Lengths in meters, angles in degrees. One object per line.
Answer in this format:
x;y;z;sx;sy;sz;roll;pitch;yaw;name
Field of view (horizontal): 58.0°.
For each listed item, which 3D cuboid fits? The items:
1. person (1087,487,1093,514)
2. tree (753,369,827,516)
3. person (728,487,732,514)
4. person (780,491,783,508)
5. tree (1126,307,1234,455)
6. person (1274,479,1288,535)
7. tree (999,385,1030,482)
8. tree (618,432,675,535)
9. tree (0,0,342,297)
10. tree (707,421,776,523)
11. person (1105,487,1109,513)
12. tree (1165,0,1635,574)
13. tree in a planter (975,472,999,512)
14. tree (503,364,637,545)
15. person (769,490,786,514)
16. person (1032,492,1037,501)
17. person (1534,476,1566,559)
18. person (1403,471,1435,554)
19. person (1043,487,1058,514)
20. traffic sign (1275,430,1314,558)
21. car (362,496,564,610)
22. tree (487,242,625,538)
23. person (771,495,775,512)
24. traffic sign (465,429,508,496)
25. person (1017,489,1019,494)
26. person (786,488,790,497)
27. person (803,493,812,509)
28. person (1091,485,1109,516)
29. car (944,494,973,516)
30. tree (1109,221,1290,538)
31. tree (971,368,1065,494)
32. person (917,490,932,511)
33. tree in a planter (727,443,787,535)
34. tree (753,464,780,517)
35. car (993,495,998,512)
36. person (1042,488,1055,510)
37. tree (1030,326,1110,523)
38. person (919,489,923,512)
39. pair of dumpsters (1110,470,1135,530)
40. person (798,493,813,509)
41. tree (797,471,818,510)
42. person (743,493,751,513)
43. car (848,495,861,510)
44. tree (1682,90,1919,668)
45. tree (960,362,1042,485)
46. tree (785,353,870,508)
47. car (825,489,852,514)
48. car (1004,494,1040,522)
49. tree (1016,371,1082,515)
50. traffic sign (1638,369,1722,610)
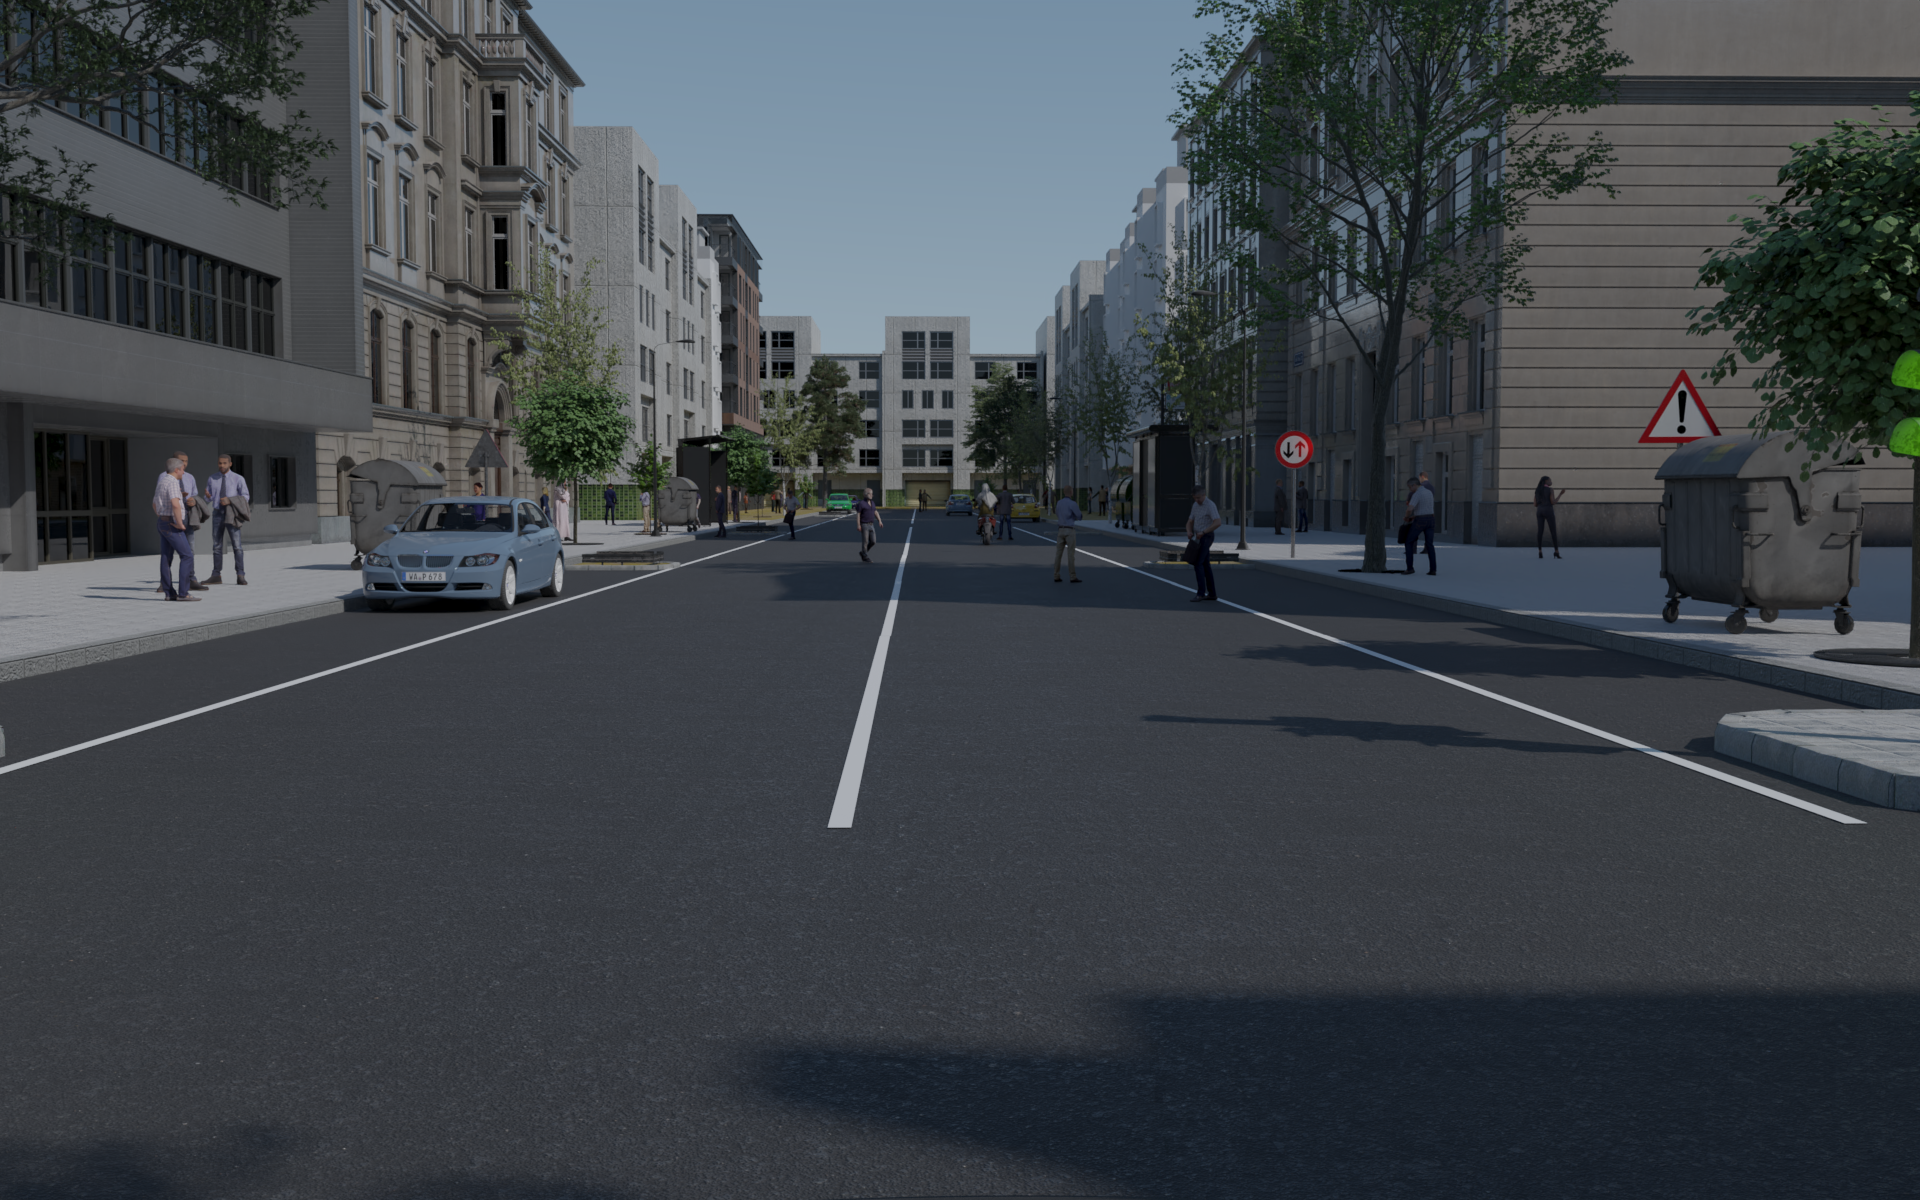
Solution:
8.166;-6.309;109.912;0.721;1.735;1.217;0;4;0;person
-10.255;-9.311;102.592;4.737;8.622;4.395;0;3;0;tree
-14.717;-6.297;109.558;0.434;1.755;0.990;2;4;24;person
-17.017;-9.578;165.546;0.568;1.767;0.683;-1;4;-16;person
8.673;-7.235;68.647;4.360;8.622;3.978;0;3;0;tree
10.100;-2.933;54.547;0.434;1.755;0.990;0;4;6;person
4.760;-10.138;116.125;4.737;8.622;4.395;0;3;0;tree
-9.667;-3.653;54.327;1.663;3.219;1.824;0;3;0;tree
-8.369;-4.874;14.106;8.767;10.594;7.601;1;4;19;tree
-9.843;-5.745;77.644;4.285;4.588;4.351;0;3;0;tree
9.406;-6.371;111.129;0.541;1.710;0.530;1;4;13;person
6.914;-6.245;27.862;9.928;11.665;9.643;0;3;0;tree
2.170;-8.587;137.617;1.991;3.239;1.994;0;4;-1;tree in a planter
-9.833;-3.675;43.795;4.285;4.588;4.351;0;3;0;tree
-11.999;-6.619;114.275;1.348;1.823;0.705;1;4;21;person
5.320;-7.188;126.783;0.599;1.433;0.991;-2;4;-31;person
11.732;-1.649;34.478;0.593;1.643;0.415;0;4;6;person
9.799;-1.871;37.088;0.683;1.767;0.568;-3;4;-37;person
5.882;-6.460;112.217;0.990;1.755;0.434;0;4;-1;person
6.686;-2.117;34.714;0.768;2.556;0.104;0;4;8;traffic sign
-6.428;-0.664;22.852;2.014;1.417;4.499;0;4;-1;car
-11.522;-6.115;50.335;4.737;8.622;4.395;0;3;0;tree
-13.307;-7.197;123.645;0.705;1.831;1.348;0;4;7;person
-9.487;-2.122;34.703;0.884;2.594;0.081;0;4;3;traffic sign
5.460;-9.287;158.604;0.721;1.735;1.217;1;4;18;person
-12.242;-7.222;124.803;0.721;1.739;1.217;-2;4;-31;person
-13.332;-8.837;150.549;0.705;1.821;1.348;-3;5;-40;person
8.290;-5.808;101.104;1.348;1.812;0.705;-1;4;-13;person
-0.062;-6.315;115.259;2.014;1.417;4.499;0;4;-1;car
6.533;-5.893;46.716;4.737;8.622;4.395;0;3;0;tree
4.233;-11.849;128.137;7.601;10.594;8.767;0;4;2;tree
-2.991;-8.400;145.935;1.348;1.812;0.705;1;4;15;person
-7.139;-3.909;61.138;1.991;3.239;1.994;0;4;-1;tree in a planter
-11.018;-6.178;95.614;1.663;3.219;1.824;0;3;0;tree
2.459;-6.680;121.801;1.945;1.354;3.894;0;4;-3;car
7.216;-8.374;142.913;1.348;1.831;0.705;3;5;43;person
6.407;-7.636;75.205;4.737;8.622;4.395;0;3;0;tree
-3.101;-7.869;137.180;0.705;1.821;1.348;0;4;2;person
6.540;-3.729;63.470;1.574;2.255;4.436;0;4;-1;pair of dumpsters
-13.581;-8.920;151.962;1.350;1.814;0.705;-1;4;-14;person
-12.677;-9.011;141.933;1.663;3.219;1.824;0;3;0;tree
-14.199;-6.475;115.165;0.557;1.426;1.065;1;4;18;person
-9.260;-8.100;145.010;1.945;1.354;3.894;0;4;0;car
7.376;-1.812;13.335;4.285;4.588;4.351;0;3;0;tree
3.831;-14.125;149.074;7.486;12.596;7.792;0;3;0;tree
-11.972;-15.218;156.242;7.806;13.903;7.818;0;3;0;tree
-8.787;-7.157;125.805;1.959;1.807;4.718;0;4;-2;car
3.171;-4.819;89.020;2.015;1.641;3.980;0;4;-1;car
5.362;-9.389;103.880;4.360;8.622;3.978;0;3;0;tree
7.534;-1.110;18.154;0.884;2.594;0.081;0;4;3;traffic sign
